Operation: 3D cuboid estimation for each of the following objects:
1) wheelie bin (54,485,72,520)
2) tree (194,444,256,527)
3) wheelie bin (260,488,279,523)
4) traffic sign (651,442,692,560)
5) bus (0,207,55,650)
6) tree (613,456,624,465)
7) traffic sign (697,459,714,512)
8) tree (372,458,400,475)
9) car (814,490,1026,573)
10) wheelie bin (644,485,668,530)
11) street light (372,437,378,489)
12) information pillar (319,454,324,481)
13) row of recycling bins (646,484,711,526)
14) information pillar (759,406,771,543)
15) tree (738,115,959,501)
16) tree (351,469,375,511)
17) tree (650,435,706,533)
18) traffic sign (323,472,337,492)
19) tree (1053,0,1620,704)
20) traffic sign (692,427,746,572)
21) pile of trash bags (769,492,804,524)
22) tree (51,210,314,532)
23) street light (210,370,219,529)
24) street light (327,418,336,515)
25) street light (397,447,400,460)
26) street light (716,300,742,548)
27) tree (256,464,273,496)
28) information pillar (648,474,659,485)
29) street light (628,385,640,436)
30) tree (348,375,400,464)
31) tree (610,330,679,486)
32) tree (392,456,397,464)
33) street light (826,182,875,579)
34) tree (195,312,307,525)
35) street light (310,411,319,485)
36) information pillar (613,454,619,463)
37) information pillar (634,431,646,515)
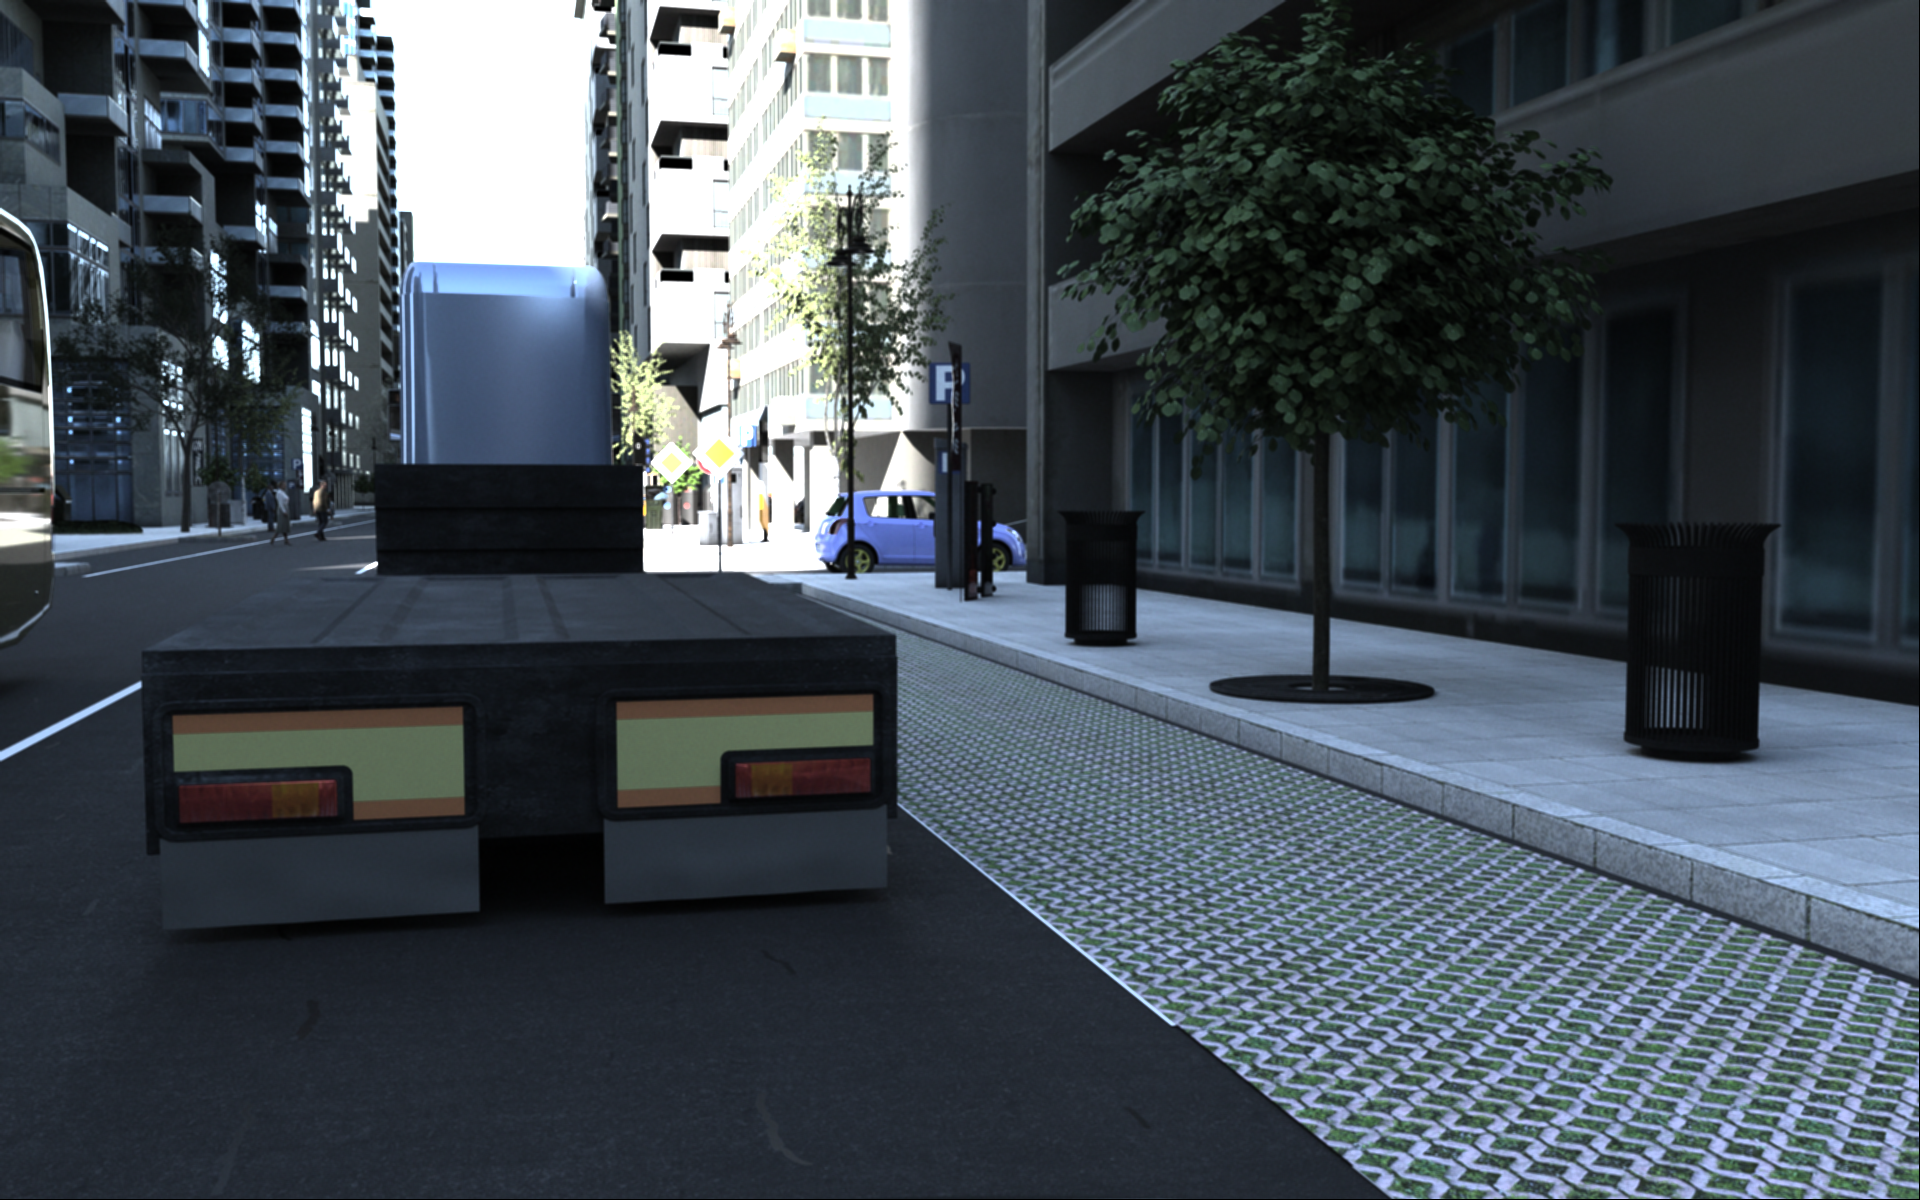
[{"bbox_3d":[-30.145,-3.057,57.891,0.693,1.594,0.980,0,4,-8],"label":"wheelie bin"},{"bbox_3d":[-28.481,-4.419,66.849,1.663,3.219,1.824,0,3,0],"label":"tree"},{"bbox_3d":[-30.645,-4.226,77.005,0.693,1.594,0.980,0,4,-1],"label":"wheelie bin"},{"bbox_3d":[-5.600,-1.837,33.674,0.795,2.450,0.064,-1,4,-14],"label":"traffic sign"},{"bbox_3d":[-6.648,-0.972,7.447,2.896,3.916,12.252,-1,4,-16],"label":"bus"},{"bbox_3d":[-17.175,-5.636,86.748,1.663,3.219,1.824,0,3,0],"label":"tree"},{"bbox_3d":[-6.302,-2.689,44.075,0.768,2.556,0.104,0,4,-5],"label":"traffic sign"},{"bbox_3d":[-51.905,-10.643,157.719,4.285,4.588,4.351,0,3,0],"label":"tree"},{"bbox_3d":[-0.688,-1.266,30.296,3.694,1.707,1.945,-1,4,-15],"label":"car"},{"bbox_3d":[-10.940,-3.312,62.051,0.980,1.594,0.693,-1,4,-10],"label":"wheelie bin"},{"bbox_3d":[-46.322,-10.048,137.071,0.468,5.910,1.993,-1,4,-14],"label":"street light"},{"bbox_3d":[-37.556,-6.761,101.890,0.183,3.616,0.504,0,4,4],"label":"information pillar"},{"bbox_3d":[-11.474,-3.888,70.682,3.534,1.692,1.069,0,4,4],"label":"row of recycling bins"},{"bbox_3d":[-5.182,-3.330,45.808,0.183,3.616,0.504,1,4,15],"label":"information pillar"},{"bbox_3d":[-2.269,-5.160,34.736,4.737,8.622,4.395,0,3,0],"label":"tree"},{"bbox_3d":[-45.228,-8.375,131.525,1.663,3.219,1.824,0,3,0],"label":"tree"},{"bbox_3d":[-9.088,-3.802,56.761,1.663,3.219,1.824,0,3,0],"label":"tree"},{"bbox_3d":[-36.919,-6.202,101.500,0.768,2.556,0.104,-1,4,-13],"label":"traffic sign"},{"bbox_3d":[2.306,-1.683,11.226,4.285,4.588,4.351,0,3,0],"label":"tree"},{"bbox_3d":[-3.602,-1.364,25.942,0.795,2.450,0.064,-1,4,-14],"label":"traffic sign"},{"bbox_3d":[-7.772,-4.371,81.225,1.912,1.369,3.447,-3,5,-43],"label":"pile of trash bags"},{"bbox_3d":[-25.977,-7.537,57.635,8.767,10.594,7.601,-1,4,-21],"label":"tree"},{"bbox_3d":[-27.517,-5.586,64.116,0.468,5.910,1.993,-1,4,-14],"label":"street light"},{"bbox_3d":[-37.916,-8.063,104.620,0.468,5.910,1.993,-1,4,-14],"label":"street light"},{"bbox_3d":[-54.657,-12.006,169.080,0.468,5.910,1.993,-1,4,-14],"label":"street light"},{"bbox_3d":[-5.513,-4.196,41.387,0.468,5.910,1.993,-1,4,-14],"label":"street light"},{"bbox_3d":[-40.024,-6.335,98.178,1.663,3.219,1.824,0,3,0],"label":"tree"},{"bbox_3d":[-11.159,-3.582,63.060,0.304,2.012,0.304,-3,4,-36],"label":"information pillar"},{"bbox_3d":[-13.801,-6.154,73.408,0.468,5.910,1.993,-1,4,-14],"label":"street light"},{"bbox_3d":[-57.541,-16.357,177.802,12.009,13.543,11.850,0,3,0],"label":"tree"},{"bbox_3d":[-14.371,-7.763,77.295,4.737,8.622,4.395,0,3,0],"label":"tree"},{"bbox_3d":[-61.060,-14.805,192.423,4.737,8.622,4.395,0,3,0],"label":"tree"},{"bbox_3d":[-1.647,-3.257,26.035,0.468,5.910,1.993,-1,4,-14],"label":"street light"},{"bbox_3d":[-29.199,-7.377,70.975,4.737,8.622,4.395,0,3,0],"label":"tree"},{"bbox_3d":[-36.015,-7.582,96.761,0.468,5.910,1.993,-1,4,-14],"label":"street light"},{"bbox_3d":[-20.183,-6.732,101.422,0.504,3.616,0.183,-3,5,-40],"label":"information pillar"},{"bbox_3d":[-11.868,-4.456,64.207,0.183,3.616,0.504,3,5,44],"label":"information pillar"}]
